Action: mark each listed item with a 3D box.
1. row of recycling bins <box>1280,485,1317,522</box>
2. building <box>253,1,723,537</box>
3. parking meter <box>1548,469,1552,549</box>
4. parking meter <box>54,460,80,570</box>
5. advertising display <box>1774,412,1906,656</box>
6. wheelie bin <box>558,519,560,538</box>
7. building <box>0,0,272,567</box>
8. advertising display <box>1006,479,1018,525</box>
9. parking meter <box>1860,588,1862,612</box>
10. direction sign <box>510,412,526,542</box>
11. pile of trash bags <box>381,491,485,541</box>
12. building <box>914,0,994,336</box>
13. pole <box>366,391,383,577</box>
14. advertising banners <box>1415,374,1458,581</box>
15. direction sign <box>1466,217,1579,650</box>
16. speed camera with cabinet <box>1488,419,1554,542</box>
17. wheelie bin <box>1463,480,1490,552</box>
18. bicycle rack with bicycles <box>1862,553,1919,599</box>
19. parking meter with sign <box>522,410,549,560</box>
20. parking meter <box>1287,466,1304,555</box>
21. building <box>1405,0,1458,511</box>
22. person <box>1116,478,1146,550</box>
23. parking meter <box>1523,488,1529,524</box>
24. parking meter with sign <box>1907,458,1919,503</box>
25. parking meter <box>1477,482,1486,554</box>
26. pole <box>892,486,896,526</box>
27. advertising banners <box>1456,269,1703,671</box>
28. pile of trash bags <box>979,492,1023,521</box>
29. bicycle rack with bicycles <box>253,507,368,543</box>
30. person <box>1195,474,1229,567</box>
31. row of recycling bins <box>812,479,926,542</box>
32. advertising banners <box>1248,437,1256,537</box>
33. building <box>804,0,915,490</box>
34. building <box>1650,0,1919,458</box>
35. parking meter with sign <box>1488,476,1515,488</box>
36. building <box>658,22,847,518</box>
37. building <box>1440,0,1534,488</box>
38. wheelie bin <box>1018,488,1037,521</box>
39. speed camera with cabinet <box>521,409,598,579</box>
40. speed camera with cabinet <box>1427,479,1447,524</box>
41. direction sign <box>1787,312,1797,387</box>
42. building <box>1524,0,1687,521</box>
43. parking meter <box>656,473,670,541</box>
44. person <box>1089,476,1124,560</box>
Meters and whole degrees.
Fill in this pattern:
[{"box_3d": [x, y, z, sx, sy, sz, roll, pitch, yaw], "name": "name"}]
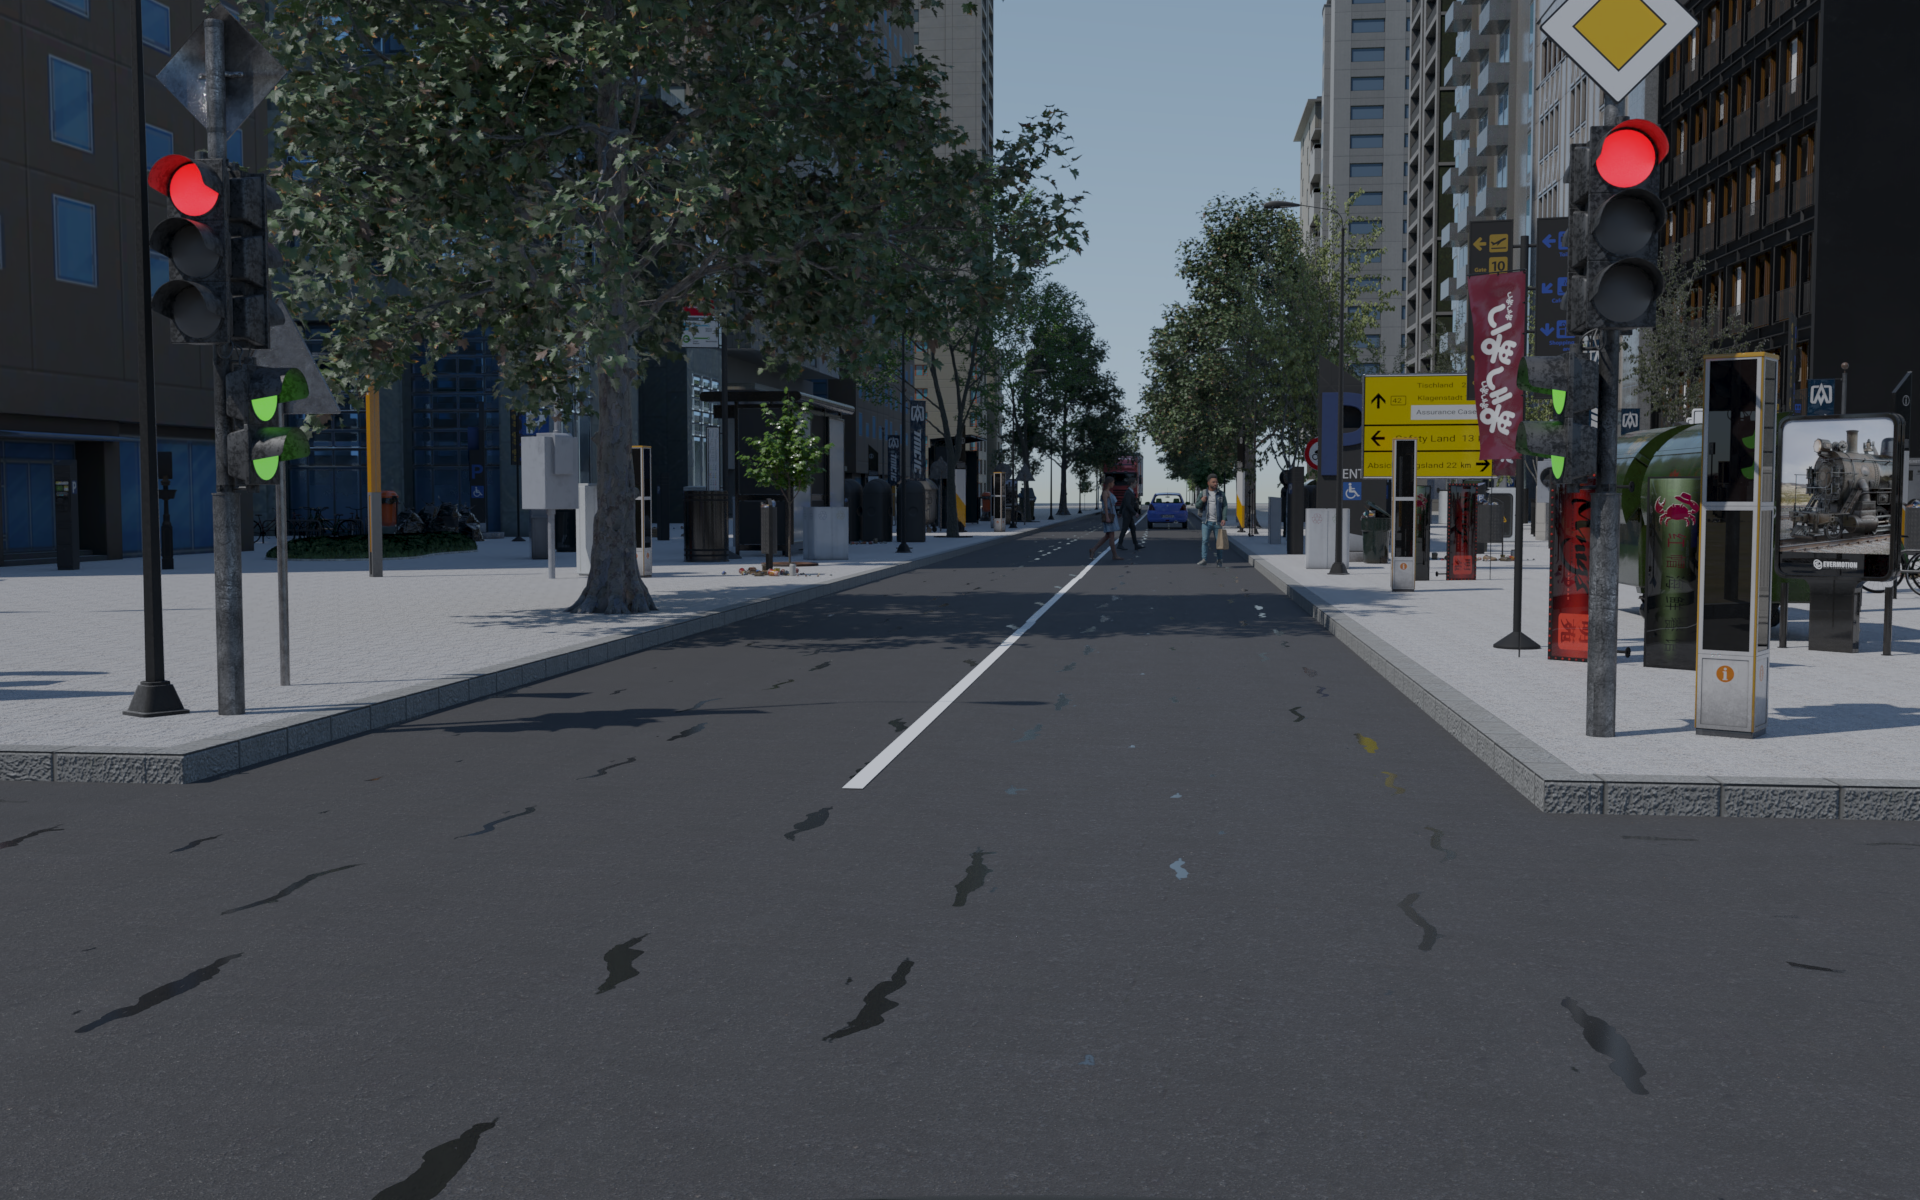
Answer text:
[{"box_3d": [15.864, -4.469, 80.187, 1.069, 1.692, 3.534, 2, 4, 35], "name": "row of recycling bins"}, {"box_3d": [-21.985, -46.061, 65.762, 22.319, 86.520, 31.000, 0, 4, 7], "name": "building"}, {"box_3d": [14.030, -2.135, 40.611, 0.399, 1.863, 0.255, -2, 4, -29], "name": "parking meter"}, {"box_3d": [-15.082, -1.439, 29.246, 0.255, 1.863, 0.399, 0, 4, -8], "name": "parking meter"}, {"box_3d": [7.113, -0.540, 14.049, 0.123, 1.923, 0.974, -3, 4, -36], "name": "advertising display"}, {"box_3d": [-10.878, -2.315, 45.763, 0.980, 1.594, 0.693, 0, 4, 6], "name": "wheelie bin"}, {"box_3d": [-23.252, -23.351, 31.901, 14.600, 45.320, 14.200, 0, 4, 7], "name": "building"}, {"box_3d": [1.937, -4.108, 72.385, 0.974, 1.923, 0.123, -1, 4, -14], "name": "advertising display"}, {"box_3d": [9.616, -0.802, 18.826, 0.399, 1.863, 0.255, -2, 4, -29], "name": "parking meter"}, {"box_3d": [-11.969, -3.356, 46.872, 0.379, 3.537, 0.876, 0, 4, 7], "name": "direction sign"}, {"box_3d": [-14.197, -2.200, 45.730, 1.912, 1.369, 3.447, 1, 4, 18], "name": "pile of trash bags"}, {"box_3d": [-4.127, -47.935, 221.987, 20.563, 71.187, 20.611, 0, 4, 7], "name": "building"}, {"box_3d": [-9.035, -2.009, 26.697, 0.158, 3.312, 0.155, 0, 3, 0], "name": "pole"}, {"box_3d": [7.419, -1.802, 25.649, 2.074, 3.025, 0.090, -1, 4, -14], "name": "advertising banners"}, {"box_3d": [4.642, -1.366, 14.333, 0.876, 3.537, 0.379, 1, 4, 18], "name": "direction sign"}, {"box_3d": [14.968, -3.162, 46.030, 2.038, 3.252, 0.660, 1, 4, 18], "name": "speed camera with cabinet"}, {"box_3d": [11.382, -1.871, 38.507, 0.693, 1.594, 0.980, -1, 4, -20], "name": "wheelie bin"}, {"box_3d": [12.619, -0.492, 21.428, 2.925, 0.926, 2.852, 3, 5, 41], "name": "bicycle rack with bicycles"}, {"box_3d": [-8.425, -2.346, 34.626, 0.543, 3.016, 1.738, -1, 4, -17], "name": "parking meter with sign"}, {"box_3d": [7.123, -1.900, 36.772, 0.255, 1.863, 0.399, -1, 4, -10], "name": "parking meter"}, {"box_3d": [43.237, -42.284, 129.600, 20.563, 71.187, 20.611, 0, 4, 7], "name": "building"}, {"box_3d": [4.383, -2.203, 44.295, 0.755, 1.850, 0.659, 0, 4, 7], "name": "person"}, {"box_3d": [24.390, -4.067, 74.909, 0.372, 1.533, 0.369, 0, 3, 0], "name": "parking meter"}, {"box_3d": [20.190, -2.494, 37.031, 1.738, 3.016, 0.543, 0, 4, 8], "name": "parking meter with sign"}, {"box_3d": [11.052, -1.754, 37.095, 0.372, 1.533, 0.369, 0, 3, 0], "name": "parking meter"}, {"box_3d": [-2.681, -4.675, 70.287, 0.158, 3.312, 0.155, 0, 3, 0], "name": "pole"}, {"box_3d": [4.743, -1.036, 13.132, 0.090, 3.025, 2.074, -3, 5, -42], "name": "advertising banners"}, {"box_3d": [1.767, -4.396, 81.627, 1.912, 1.369, 3.447, 1, 4, 21], "name": "pile of trash bags"}, {"box_3d": [-16.890, -1.957, 45.373, 2.925, 0.926, 2.852, 1, 4, 18], "name": "bicycle rack with bicycles"}, {"box_3d": [4.948, -1.540, 33.656, 0.794, 1.824, 0.713, 2, 4, 30], "name": "person"}, {"box_3d": [-2.571, -2.423, 46.733, 3.534, 1.692, 1.069, 1, 4, 21], "name": "row of recycling bins"}, {"box_3d": [8.911, -3.456, 52.696, 0.090, 3.025, 2.074, 1, 4, 15], "name": "advertising banners"}, {"box_3d": [-11.443, -29.719, 136.009, 14.600, 45.320, 14.200, 0, 4, 7], "name": "building"}, {"box_3d": [30.015, -13.678, 53.311, 12.332, 23.373, 15.834, 0, 4, 7], "name": "building"}, {"box_3d": [19.830, -4.091, 63.142, 0.543, 3.016, 1.738, -1, 4, -23], "name": "parking meter with sign"}, {"box_3d": [-22.319, -31.293, 100.873, 28.713, 52.752, 27.495, 0, 4, 7], "name": "building"}, {"box_3d": [41.779, -29.652, 104.422, 23.786, 49.044, 30.456, 0, 4, 7], "name": "building"}, {"box_3d": [3.207, -4.650, 83.938, 0.980, 1.594, 0.693, -1, 4, -23], "name": "wheelie bin"}, {"box_3d": [-5.852, -1.996, 26.964, 0.660, 3.252, 2.038, 3, 4, 36], "name": "speed camera with cabinet"}, {"box_3d": [20.636, -4.860, 73.789, 0.660, 3.252, 2.038, -1, 4, -13], "name": "speed camera with cabinet"}, {"box_3d": [10.520, -1.834, 21.978, 0.379, 3.537, 0.876, 2, 4, 30], "name": "direction sign"}, {"box_3d": [31.706, -15.499, 71.430, 12.078, 24.808, 19.932, 0, 4, 7], "name": "building"}, {"box_3d": [-8.215, -2.581, 47.908, 0.255, 1.863, 0.399, -2, 4, -29], "name": "parking meter"}, {"box_3d": [3.176, -1.772, 37.564, 0.778, 1.811, 0.616, 1, 4, 17], "name": "person"}]
